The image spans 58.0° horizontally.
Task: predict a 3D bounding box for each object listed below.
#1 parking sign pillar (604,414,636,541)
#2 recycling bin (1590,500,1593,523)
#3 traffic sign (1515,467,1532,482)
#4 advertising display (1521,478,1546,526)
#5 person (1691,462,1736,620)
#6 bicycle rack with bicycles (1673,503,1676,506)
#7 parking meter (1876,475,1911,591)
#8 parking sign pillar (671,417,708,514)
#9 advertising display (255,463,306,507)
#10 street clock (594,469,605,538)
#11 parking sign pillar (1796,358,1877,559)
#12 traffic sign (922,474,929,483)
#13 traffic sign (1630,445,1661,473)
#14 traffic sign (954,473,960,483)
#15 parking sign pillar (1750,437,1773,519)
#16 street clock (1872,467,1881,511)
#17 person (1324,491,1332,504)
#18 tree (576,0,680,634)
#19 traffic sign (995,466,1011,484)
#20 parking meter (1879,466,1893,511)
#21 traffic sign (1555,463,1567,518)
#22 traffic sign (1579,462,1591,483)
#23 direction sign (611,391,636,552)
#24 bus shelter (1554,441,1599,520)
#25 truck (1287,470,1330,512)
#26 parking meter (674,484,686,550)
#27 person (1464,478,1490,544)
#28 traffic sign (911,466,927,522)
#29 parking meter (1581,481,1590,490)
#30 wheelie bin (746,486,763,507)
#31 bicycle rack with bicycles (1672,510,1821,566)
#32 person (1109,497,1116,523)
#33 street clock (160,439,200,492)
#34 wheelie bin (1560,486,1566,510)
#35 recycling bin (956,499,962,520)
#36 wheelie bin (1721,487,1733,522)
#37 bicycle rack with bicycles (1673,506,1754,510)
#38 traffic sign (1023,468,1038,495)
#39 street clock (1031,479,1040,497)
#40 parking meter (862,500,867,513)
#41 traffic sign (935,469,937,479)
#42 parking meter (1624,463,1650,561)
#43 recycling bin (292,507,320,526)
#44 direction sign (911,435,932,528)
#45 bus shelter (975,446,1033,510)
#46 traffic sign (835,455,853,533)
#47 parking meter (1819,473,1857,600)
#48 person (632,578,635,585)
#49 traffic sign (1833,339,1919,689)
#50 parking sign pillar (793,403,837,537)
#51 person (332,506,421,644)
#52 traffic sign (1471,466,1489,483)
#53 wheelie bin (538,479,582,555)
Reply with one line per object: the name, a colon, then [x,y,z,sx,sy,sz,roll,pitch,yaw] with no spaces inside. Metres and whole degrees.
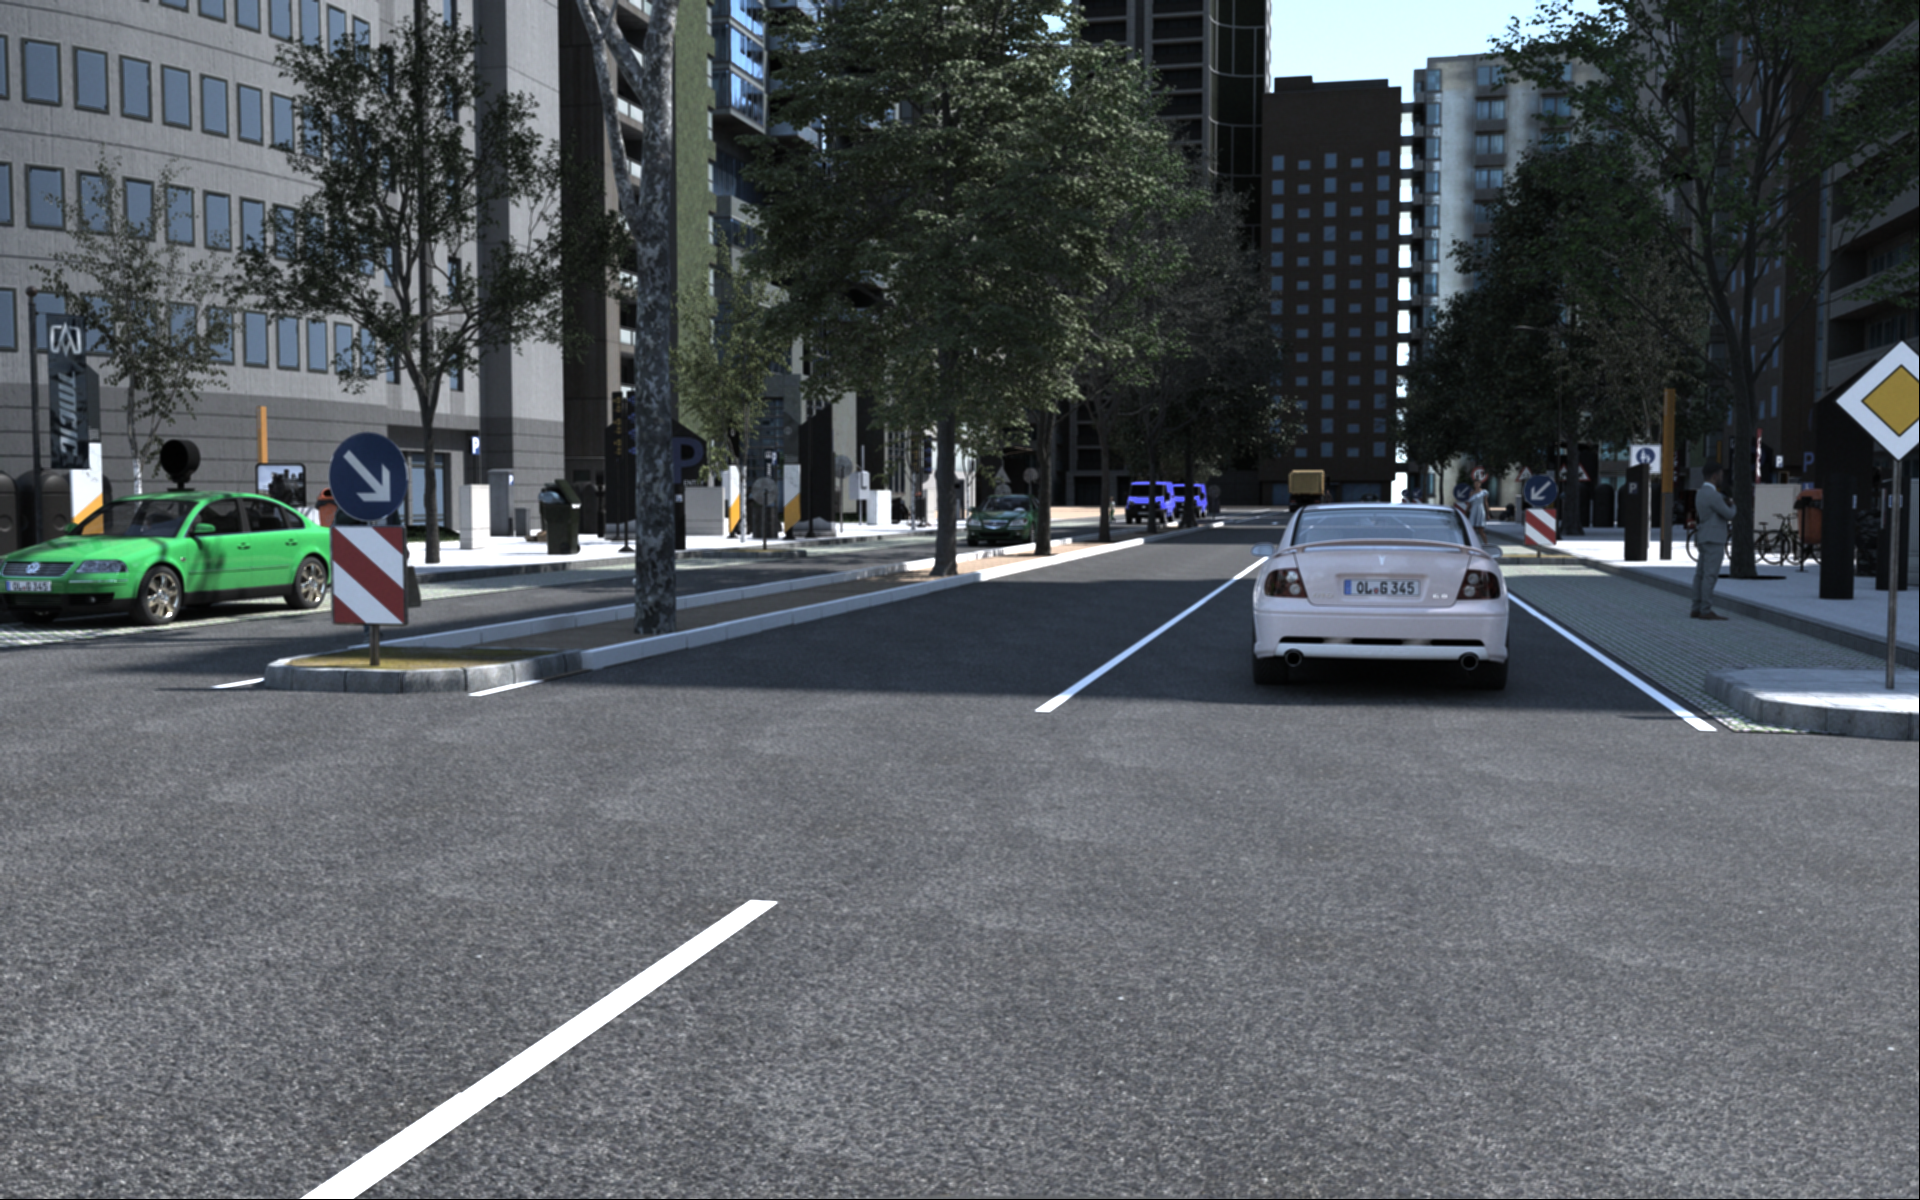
parking sign pillar: [-9.235,-3.666,48.410,1.447,3.967,1.447,0,4,1]
recycling bin: [27.188,-3.865,75.753,0.722,1.027,0.722,-2,4,-28]
traffic sign: [23.918,-4.477,73.209,0.884,2.594,0.081,1,4,18]
advertising display: [23.302,-3.984,70.350,0.974,1.923,0.123,0,4,-3]
person: [8.620,-0.677,19.742,0.466,1.800,0.511,-1,4,-9]
bicycle rack with bicycles: [28.484,-3.514,70.829,2.925,0.926,2.852,3,5,44]
parking meter: [12.443,-0.898,23.095,0.372,1.533,0.369,0,3,0]
parking sign pillar: [-9.338,-4.346,59.522,1.447,3.967,1.447,-1,4,-15]
advertising display: [-14.188,-1.896,36.218,0.974,1.923,0.123,-1,4,-14]
street clock: [-10.524,-2.821,50.694,0.358,2.002,0.471,-1,4,-9]
parking sign pillar: [17.512,-2.819,34.559,1.447,3.967,1.447,-1,4,-11]
traffic sign: [-1.817,-4.980,81.524,0.768,2.556,0.104,1,4,16]
traffic sign: [14.129,-2.057,35.755,0.606,2.300,0.079,1,4,18]
traffic sign: [-0.437,-5.058,82.694,0.884,2.594,0.081,1,4,17]
parking sign pillar: [32.193,-5.001,70.238,1.447,3.967,1.447,3,5,43]
street clock: [24.355,-2.536,46.033,0.358,2.002,0.471,-1,4,-17]
person: [34.023,-9.250,160.287,0.990,1.755,0.434,3,4,38]
tree: [-4.121,-9.782,18.282,12.611,20.169,13.585,0,3,0]
traffic sign: [1.907,-4.882,79.824,0.884,2.594,0.081,1,4,14]
parking meter: [19.638,-1.887,36.562,0.399,1.863,0.255,2,4,26]
traffic sign: [25.139,-4.414,72.169,0.884,2.594,0.081,1,4,17]
traffic sign: [25.328,-4.332,70.824,0.884,2.594,0.081,1,4,15]
direction sign: [-7.384,-2.828,38.242,0.876,3.537,0.379,3,5,42]
bus shelter: [27.994,-5.384,79.319,1.731,3.624,6.357,1,4,13]
truck: [28.022,-8.799,139.779,3.469,3.379,9.791,1,4,13]
parking meter: [-6.478,-1.912,39.666,0.372,1.533,0.369,0,3,0]
person: [12.423,-2.021,41.634,0.778,1.811,0.616,-3,5,-44]
traffic sign: [-1.912,-4.865,79.653,0.768,2.556,0.104,1,4,17]
parking meter: [26.609,-4.164,73.786,0.399,1.863,0.255,-1,4,-11]
wheelie bin: [-8.083,-3.660,67.744,0.693,1.594,0.980,-3,5,-40]
bicycle rack with bicycles: [15.275,-1.133,31.902,2.852,0.926,2.925,-1,4,-13]
person: [7.513,-4.442,85.373,0.306,1.304,0.590,3,5,41]
street clock: [-10.385,-1.134,23.108,0.471,2.002,0.358,1,4,18]
wheelie bin: [24.492,-3.759,69.364,0.980,1.594,0.693,0,4,4]
recycling bin: [-0.310,-4.455,85.389,0.722,1.027,0.722,1,4,8]
wheelie bin: [35.339,-4.408,79.985,0.980,1.594,0.693,-3,5,-43]
bicycle rack with bicycles: [18.456,-1.691,41.031,2.852,0.926,2.925,2,4,29]
traffic sign: [3.414,-5.139,84.130,0.768,2.556,0.104,1,4,22]
street clock: [3.625,-4.789,82.871,0.471,2.002,0.358,0,4,7]
parking meter: [-4.860,-5.139,89.735,0.255,1.863,0.399,2,4,30]
traffic sign: [-0.828,-4.911,80.408,0.768,2.556,0.104,1,4,17]
parking meter: [12.941,-1.678,33.141,0.255,1.863,0.399,-2,4,-29]
recycling bin: [-12.531,-1.249,32.974,0.722,1.027,0.722,2,4,34]
direction sign: [-1.484,-4.554,66.452,0.876,3.537,0.379,-2,4,-27]
bus shelter: [2.251,-5.840,86.768,1.731,3.624,6.357,1,4,13]
traffic sign: [-3.893,-3.467,56.792,0.768,2.556,0.104,1,4,17]
parking meter: [10.740,-0.781,21.183,0.372,1.533,0.369,0,3,0]
person: [-4.557,-1.002,25.554,0.598,1.740,0.731,-2,4,-31]
traffic sign: [6.116,-0.470,11.333,0.795,2.450,0.064,1,4,13]
parking sign pillar: [-4.408,-3.872,51.786,1.447,3.967,1.447,1,4,13]
person: [-5.453,-0.476,16.264,0.794,1.824,0.713,-2,4,-35]
traffic sign: [23.900,-4.867,79.685,0.768,2.556,0.104,1,4,17]
wheelie bin: [-8.470,-1.765,36.766,0.693,1.594,0.980,0,4,7]
